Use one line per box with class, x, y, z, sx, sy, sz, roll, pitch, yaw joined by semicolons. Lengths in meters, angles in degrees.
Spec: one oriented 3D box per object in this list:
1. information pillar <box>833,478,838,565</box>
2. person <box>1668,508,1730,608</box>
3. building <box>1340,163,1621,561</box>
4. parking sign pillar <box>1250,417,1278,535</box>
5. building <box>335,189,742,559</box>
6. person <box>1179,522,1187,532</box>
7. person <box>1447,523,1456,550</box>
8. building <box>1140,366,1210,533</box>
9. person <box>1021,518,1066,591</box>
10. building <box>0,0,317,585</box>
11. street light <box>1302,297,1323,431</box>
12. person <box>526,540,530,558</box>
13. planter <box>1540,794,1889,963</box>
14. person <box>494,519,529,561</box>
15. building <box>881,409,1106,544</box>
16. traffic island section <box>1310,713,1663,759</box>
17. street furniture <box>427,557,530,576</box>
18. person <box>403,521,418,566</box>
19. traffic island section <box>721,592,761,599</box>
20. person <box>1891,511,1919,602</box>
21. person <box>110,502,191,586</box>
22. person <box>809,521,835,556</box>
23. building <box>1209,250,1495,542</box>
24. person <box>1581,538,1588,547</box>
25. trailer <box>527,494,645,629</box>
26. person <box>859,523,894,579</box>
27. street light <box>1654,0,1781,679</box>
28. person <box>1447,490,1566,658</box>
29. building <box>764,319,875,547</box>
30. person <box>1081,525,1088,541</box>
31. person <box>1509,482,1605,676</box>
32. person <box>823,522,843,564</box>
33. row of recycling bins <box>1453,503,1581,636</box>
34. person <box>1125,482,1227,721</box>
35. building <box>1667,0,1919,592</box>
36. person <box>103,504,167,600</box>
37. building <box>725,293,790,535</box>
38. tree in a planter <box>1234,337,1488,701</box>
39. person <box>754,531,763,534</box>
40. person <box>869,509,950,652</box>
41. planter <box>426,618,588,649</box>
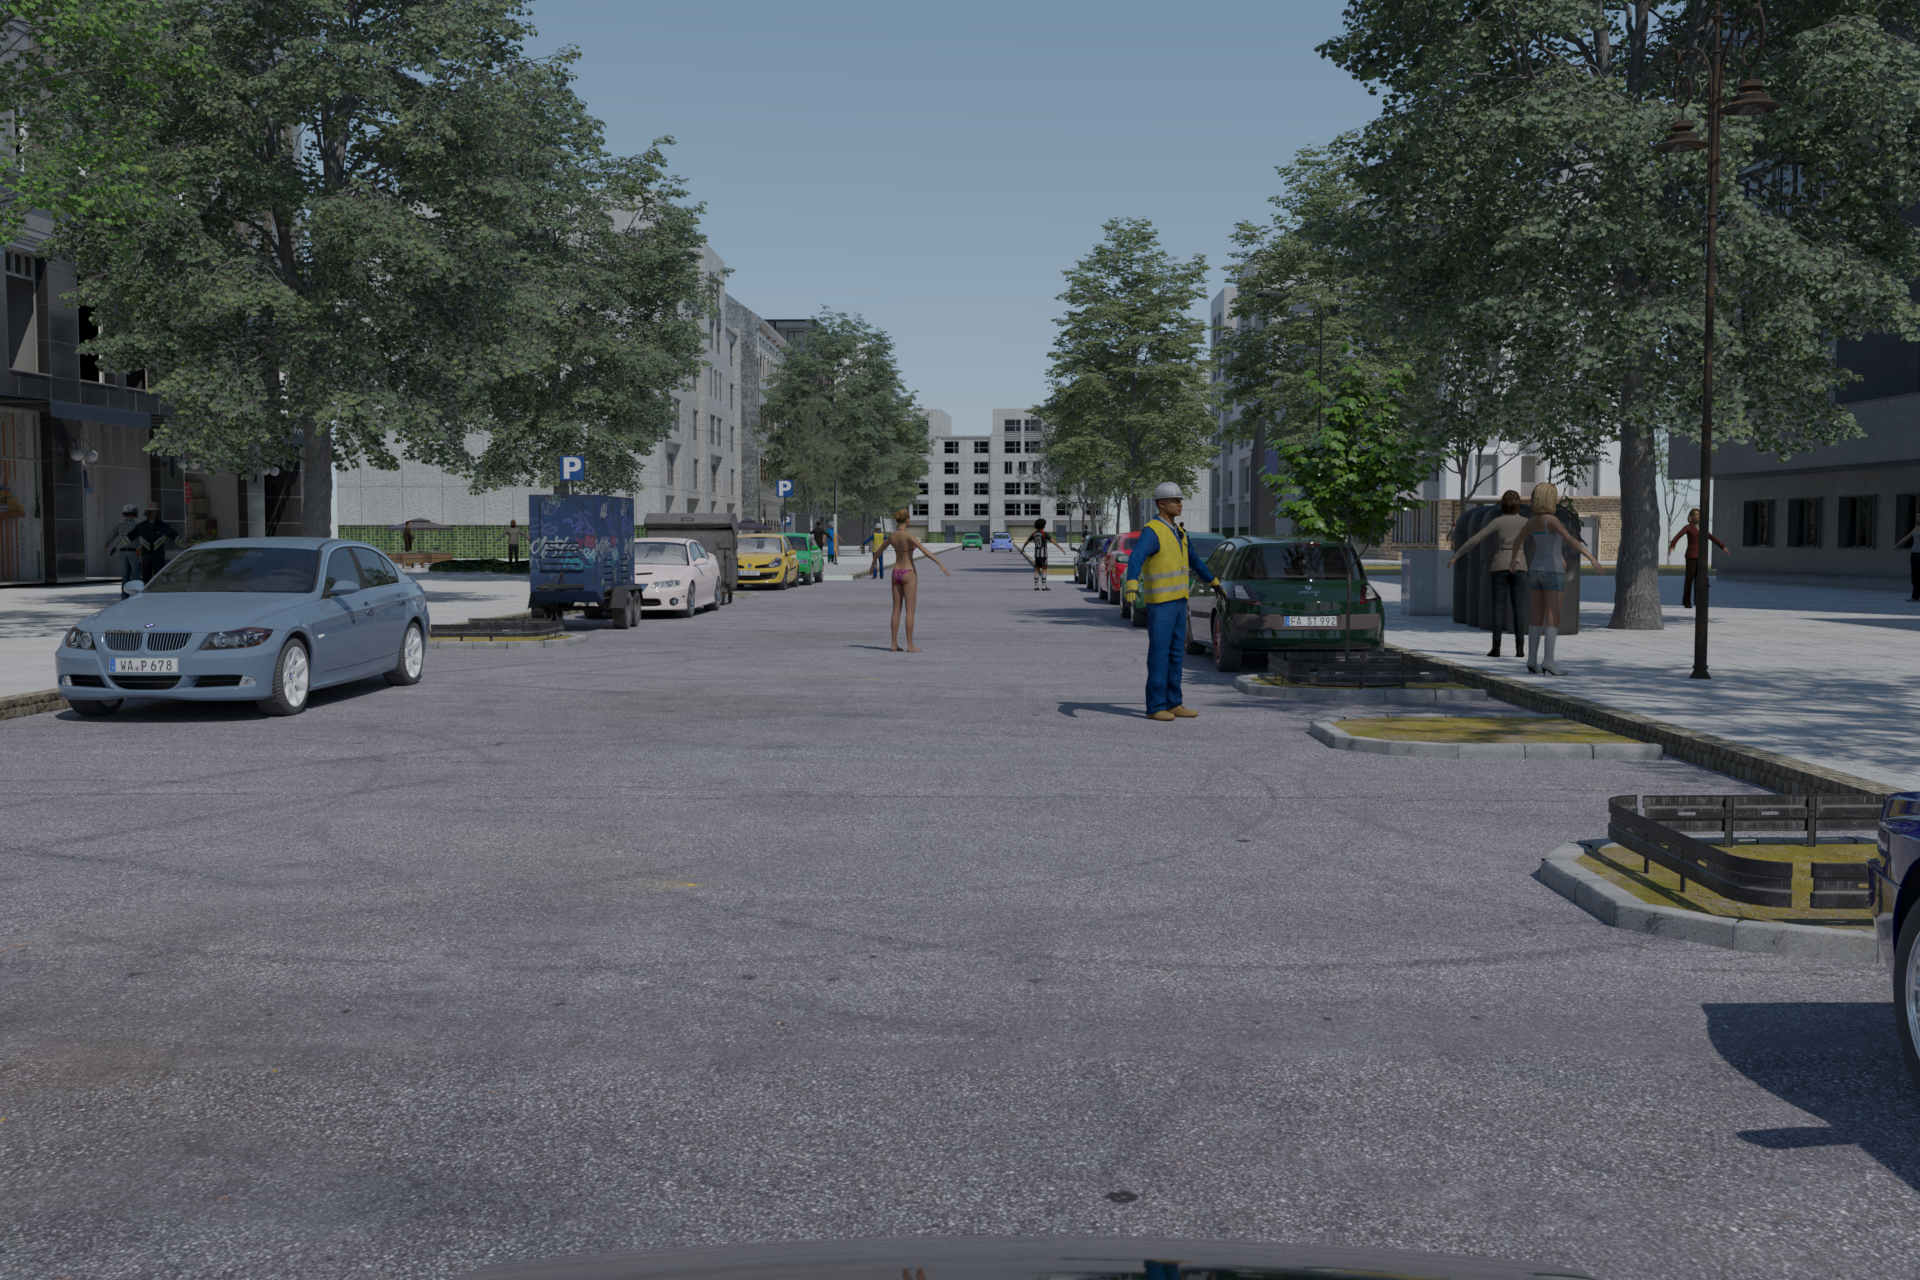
information pillar;-5.228;-4.976;72.707;0.183;3.616;0.504;0;4;1
person;12.709;-1.408;29.835;1.215;1.729;0.721;-1;4;-16
building;26.181;-14.600;95.138;16.016;20.090;11.380;0;4;1
parking sign pillar;7.080;-3.183;40.517;1.447;3.967;1.447;0;4;1
building;-23.749;-14.585;104.930;16.747;18.905;31.486;0;4;0
person;9.515;-4.161;74.218;1.347;1.806;0.705;3;5;42
person;22.272;-4.390;78.040;0.705;1.796;1.348;-1;4;-18
building;28.760;-19.833;190.722;16.747;18.905;31.486;0;4;1
person;2.066;-2.157;43.867;1.345;1.843;0.704;3;4;36
building;-27.775;-16.205;44.545;16.754;29.471;25.880;0;4;2
street light;7.440;-3.709;33.188;1.470;5.913;1.316;0;4;1
person;-21.308;-4.716;86.369;0.599;1.433;0.991;2;4;24
planter;3.387;0.880;6.760;1.991;0.319;1.994;0;4;1
person;-16.054;-3.435;62.285;1.348;1.813;0.705;-1;4;-19
building;5.286;-23.347;250.629;31.486;18.905;16.747;0;4;5
traffic island section;3.493;0.663;12.018;1.991;0.108;1.994;0;4;1
street furniture;-12.857;-2.464;55.916;5.734;0.657;10.072;-3;4;-38
person;-21.883;-3.833;68.807;0.704;1.812;1.346;-3;4;-37
traffic island section;-5.521;-0.982;38.920;1.991;0.108;1.994;0;4;1
person;18.077;-1.584;32.702;0.721;1.737;1.217;-1;4;-14
person;-14.185;-1.503;30.440;1.351;1.845;0.704;-1;4;-14
person;-5.829;-3.993;71.510;1.346;1.802;0.704;1;4;12
building;27.012;-15.299;116.601;16.747;18.905;31.486;0;4;2
person;17.703;-2.715;50.500;1.345;1.816;0.704;-1;4;-22
trailer;-5.710;-1.140;25.695;1.471;1.999;3.904;0;4;1
person;-2.620;-2.813;54.911;1.216;1.772;0.721;-1;4;-20
street light;6.575;-2.594;15.206;0.468;5.910;1.993;0;4;1
person;5.719;-0.694;18.100;1.215;1.744;0.721;0;4;5
building;-23.768;-20.625;181.187;27.936;21.610;32.646;0;4;1
person;6.176;-4.886;86.610;0.721;1.740;1.216;1;4;10
person;5.404;-0.561;15.786;0.721;1.753;1.214;-1;4;-21
person;-5.537;-4.204;74.858;0.704;1.817;1.347;3;4;36
row of recycling bins;7.468;-1.002;23.498;1.069;1.692;3.534;0;4;2
person;1.629;-0.305;13.420;0.705;1.833;1.349;3;5;39
building;26.346;-13.110;33.415;14.314;24.678;30.058;0;4;2
person;-15.771;-1.661;32.990;1.345;1.849;0.704;1;4;11
building;-23.437;-18.405;131.849;19.493;23.208;18.063;0;4;1
tree in a planter;3.560;-1.136;15.802;1.991;3.239;1.994;0;4;1
person;-10.427;-5.100;89.161;0.705;1.856;1.354;-3;5;-40
person;-0.639;-0.725;21.108;1.217;1.733;0.721;3;4;36
planter;-5.947;-0.087;22.569;1.991;0.319;1.994;0;4;1
